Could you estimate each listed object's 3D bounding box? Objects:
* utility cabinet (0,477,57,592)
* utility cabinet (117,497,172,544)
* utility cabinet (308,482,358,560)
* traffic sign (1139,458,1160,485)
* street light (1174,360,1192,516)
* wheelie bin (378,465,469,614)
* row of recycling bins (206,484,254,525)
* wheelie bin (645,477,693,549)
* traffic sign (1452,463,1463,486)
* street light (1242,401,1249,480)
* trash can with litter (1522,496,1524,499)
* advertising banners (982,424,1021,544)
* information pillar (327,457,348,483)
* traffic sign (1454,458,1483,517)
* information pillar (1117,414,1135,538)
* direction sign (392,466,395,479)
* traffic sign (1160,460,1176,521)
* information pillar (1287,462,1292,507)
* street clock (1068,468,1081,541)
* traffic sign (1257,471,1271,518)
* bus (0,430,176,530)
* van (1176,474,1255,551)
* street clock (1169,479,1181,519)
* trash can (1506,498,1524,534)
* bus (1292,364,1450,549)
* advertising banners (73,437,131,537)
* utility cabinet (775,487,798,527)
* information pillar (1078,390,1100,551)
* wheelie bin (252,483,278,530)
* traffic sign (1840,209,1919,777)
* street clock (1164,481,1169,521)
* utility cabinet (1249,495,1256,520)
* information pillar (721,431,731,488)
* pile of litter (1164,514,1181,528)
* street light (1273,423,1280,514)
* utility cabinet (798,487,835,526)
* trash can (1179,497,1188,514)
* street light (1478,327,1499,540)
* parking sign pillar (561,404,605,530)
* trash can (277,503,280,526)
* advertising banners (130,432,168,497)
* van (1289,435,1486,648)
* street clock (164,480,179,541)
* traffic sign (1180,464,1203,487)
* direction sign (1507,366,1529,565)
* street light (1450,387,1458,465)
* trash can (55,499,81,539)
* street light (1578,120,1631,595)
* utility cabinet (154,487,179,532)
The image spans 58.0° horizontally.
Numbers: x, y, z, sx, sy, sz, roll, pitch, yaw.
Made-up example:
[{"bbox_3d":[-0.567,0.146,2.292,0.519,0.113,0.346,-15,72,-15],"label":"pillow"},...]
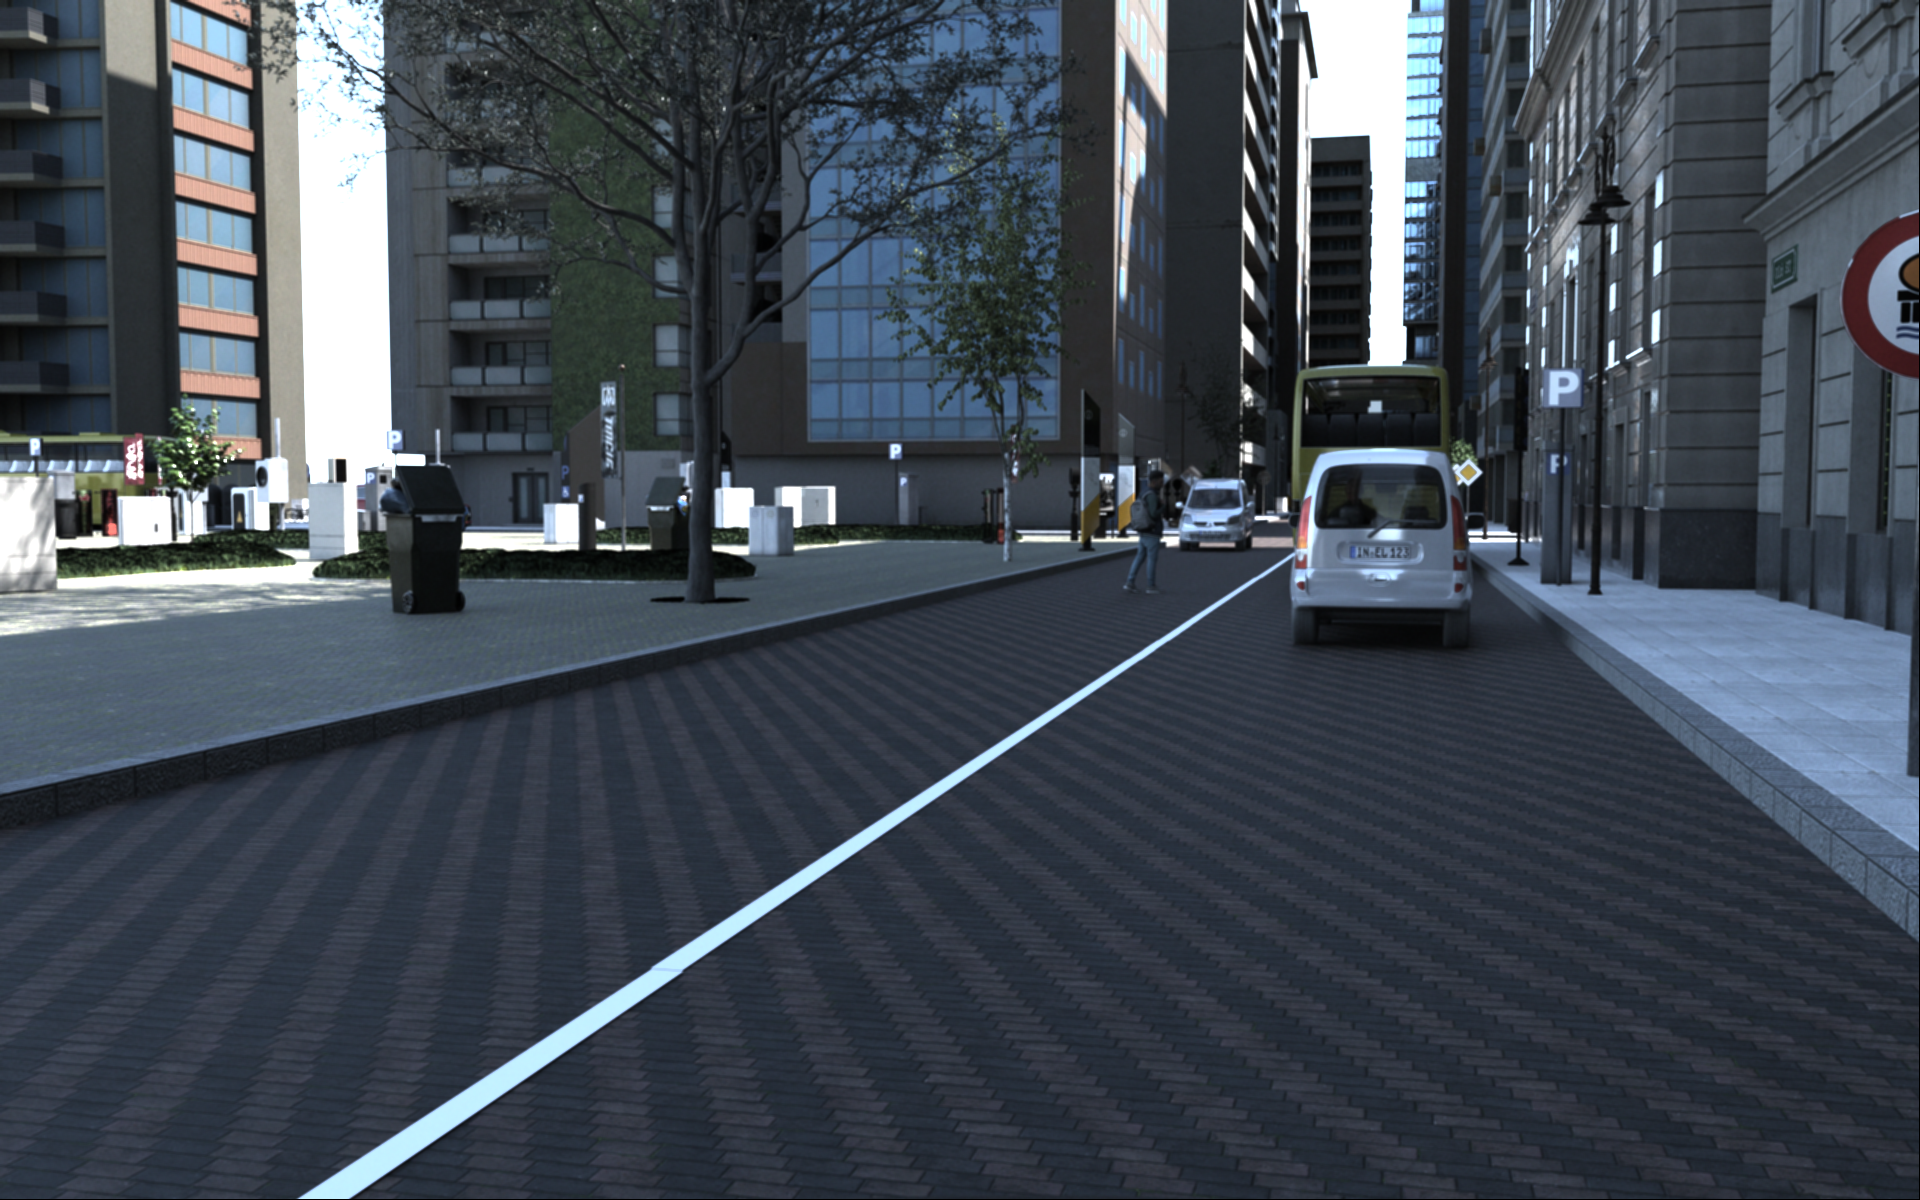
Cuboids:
[{"bbox_3d":[-12.384,-0.842,22.441,0.318,1.500,1.173,2,4,35],"label":"utility cabinet"},{"bbox_3d":[-17.686,-1.616,37.588,1.020,1.237,0.306,-3,5,-43],"label":"utility cabinet"},{"bbox_3d":[-12.057,-1.508,33.329,1.173,1.500,0.318,3,4,37],"label":"utility cabinet"},{"bbox_3d":[5.376,-2.884,49.288,0.606,2.300,0.079,1,4,20],"label":"traffic sign"},{"bbox_3d":[7.697,-5.327,59.878,0.468,5.910,1.993,1,4,14],"label":"street light"},{"bbox_3d":[-5.837,-0.664,18.764,0.693,1.594,0.980,3,5,42],"label":"wheelie bin"},{"bbox_3d":[-30.302,-3.926,71.300,3.534,1.692,1.069,0,4,4],"label":"row of recycling bins"},{"bbox_3d":[-5.279,-1.440,31.446,0.980,1.594,0.693,2,4,25],"label":"wheelie bin"},{"bbox_3d":[16.149,-3.224,56.349,0.795,2.450,0.064,1,4,14],"label":"traffic sign"},{"bbox_3d":[14.095,-6.929,86.069,0.468,5.910,1.993,1,4,14],"label":"street light"},{"bbox_3d":[29.944,-4.921,91.518,2.233,1.210,1.678,-1,4,-21],"label":"trash can with litter"},{"bbox_3d":[1.056,-2.937,44.213,0.090,3.025,2.074,-2,4,-26],"label":"advertising banners"},{"bbox_3d":[-12.412,-1.841,34.584,0.304,2.012,0.304,3,5,44],"label":"information pillar"},{"bbox_3d":[14.249,-2.749,48.592,0.795,2.450,0.064,1,4,14],"label":"traffic sign"},{"bbox_3d":[4.841,-3.617,50.489,0.504,3.616,0.183,1,4,21],"label":"information pillar"},{"bbox_3d":[-45.326,-8.981,138.836,0.876,3.537,0.379,-1,4,-16],"label":"direction sign"},{"bbox_3d":[5.905,-2.875,50.650,0.795,2.450,0.064,1,4,14],"label":"traffic sign"},{"bbox_3d":[23.388,-8.027,122.603,0.183,3.616,0.504,-3,4,-38],"label":"information pillar"},{"bbox_3d":[3.130,-2.614,47.307,0.358,2.002,0.471,0,4,-5],"label":"street clock"},{"bbox_3d":[16.608,-5.789,94.755,0.768,2.556,0.104,1,4,21],"label":"traffic sign"},{"bbox_3d":[-35.129,-4.475,64.716,12.252,3.916,2.896,1,4,14],"label":"bus"},{"bbox_3d":[6.658,-2.315,44.855,2.013,2.044,4.112,1,4,13],"label":"van"},{"bbox_3d":[10.413,-4.796,82.982,0.471,2.002,0.358,1,4,12],"label":"street clock"},{"bbox_3d":[18.155,-2.735,56.365,0.748,1.137,0.748,0,3,0],"label":"trash can"},{"bbox_3d":[8.194,-2.617,34.332,2.896,3.916,12.252,1,4,14],"label":"bus"},{"bbox_3d":[-25.795,-3.440,52.427,0.090,3.025,2.074,3,4,38],"label":"advertising banners"},{"bbox_3d":[-5.292,-2.744,53.545,0.318,1.500,1.173,2,4,27],"label":"utility cabinet"},{"bbox_3d":[2.932,-2.916,39.025,0.504,3.616,0.183,-2,4,-33],"label":"information pillar"},{"bbox_3d":[-20.137,-2.584,50.151,0.693,1.594,0.980,2,4,27],"label":"wheelie bin"},{"bbox_3d":[4.356,-0.471,7.806,0.768,2.556,0.104,1,4,18],"label":"traffic sign"},{"bbox_3d":[9.982,-4.817,83.323,0.358,2.002,0.471,0,4,6],"label":"street clock"},{"bbox_3d":[14.386,-4.529,85.203,0.306,1.237,1.020,1,4,11],"label":"utility cabinet"},{"bbox_3d":[-8.630,-4.440,63.941,0.504,3.616,0.183,3,5,44],"label":"information pillar"},{"bbox_3d":[8.497,-3.204,66.356,1.719,0.858,1.176,-1,4,-13],"label":"pile of litter"},{"bbox_3d":[20.481,-8.531,112.262,0.468,5.910,1.993,1,4,14],"label":"street light"},{"bbox_3d":[-4.284,-2.660,52.170,1.173,1.500,0.318,3,5,40],"label":"utility cabinet"},{"bbox_3d":[11.144,-4.508,85.363,0.748,1.137,0.748,0,3,0],"label":"trash can"},{"bbox_3d":[14.628,-4.606,48.091,0.468,5.910,1.993,1,4,14],"label":"street light"},{"bbox_3d":[-11.223,-3.856,51.519,1.447,3.967,1.447,3,4,39],"label":"parking sign pillar"},{"bbox_3d":[-27.885,-3.584,70.245,0.748,1.137,0.748,0,3,0],"label":"trash can"},{"bbox_3d":[-23.394,-3.303,50.186,0.090,3.025,2.074,0,4,-1],"label":"advertising banners"},{"bbox_3d":[4.331,-0.652,17.677,2.013,2.044,4.112,1,4,15],"label":"van"},{"bbox_3d":[-21.330,-2.588,46.884,0.358,2.002,0.471,-2,4,-27],"label":"street clock"},{"bbox_3d":[7.806,-3.350,58.407,0.795,2.450,0.064,1,4,14],"label":"traffic sign"},{"bbox_3d":[10.084,-2.396,31.172,0.379,3.537,0.876,2,4,32],"label":"direction sign"},{"bbox_3d":[21.340,-6.267,75.252,0.468,5.910,1.993,1,4,14],"label":"street light"},{"bbox_3d":[-25.405,-2.300,49.262,0.748,1.137,0.748,0,3,0],"label":"trash can"},{"bbox_3d":[8.106,-3.006,21.931,0.468,5.910,1.993,1,4,14],"label":"street light"},{"bbox_3d":[-25.834,-2.955,56.991,1.173,1.500,0.318,-1,4,-11],"label":"utility cabinet"}]
